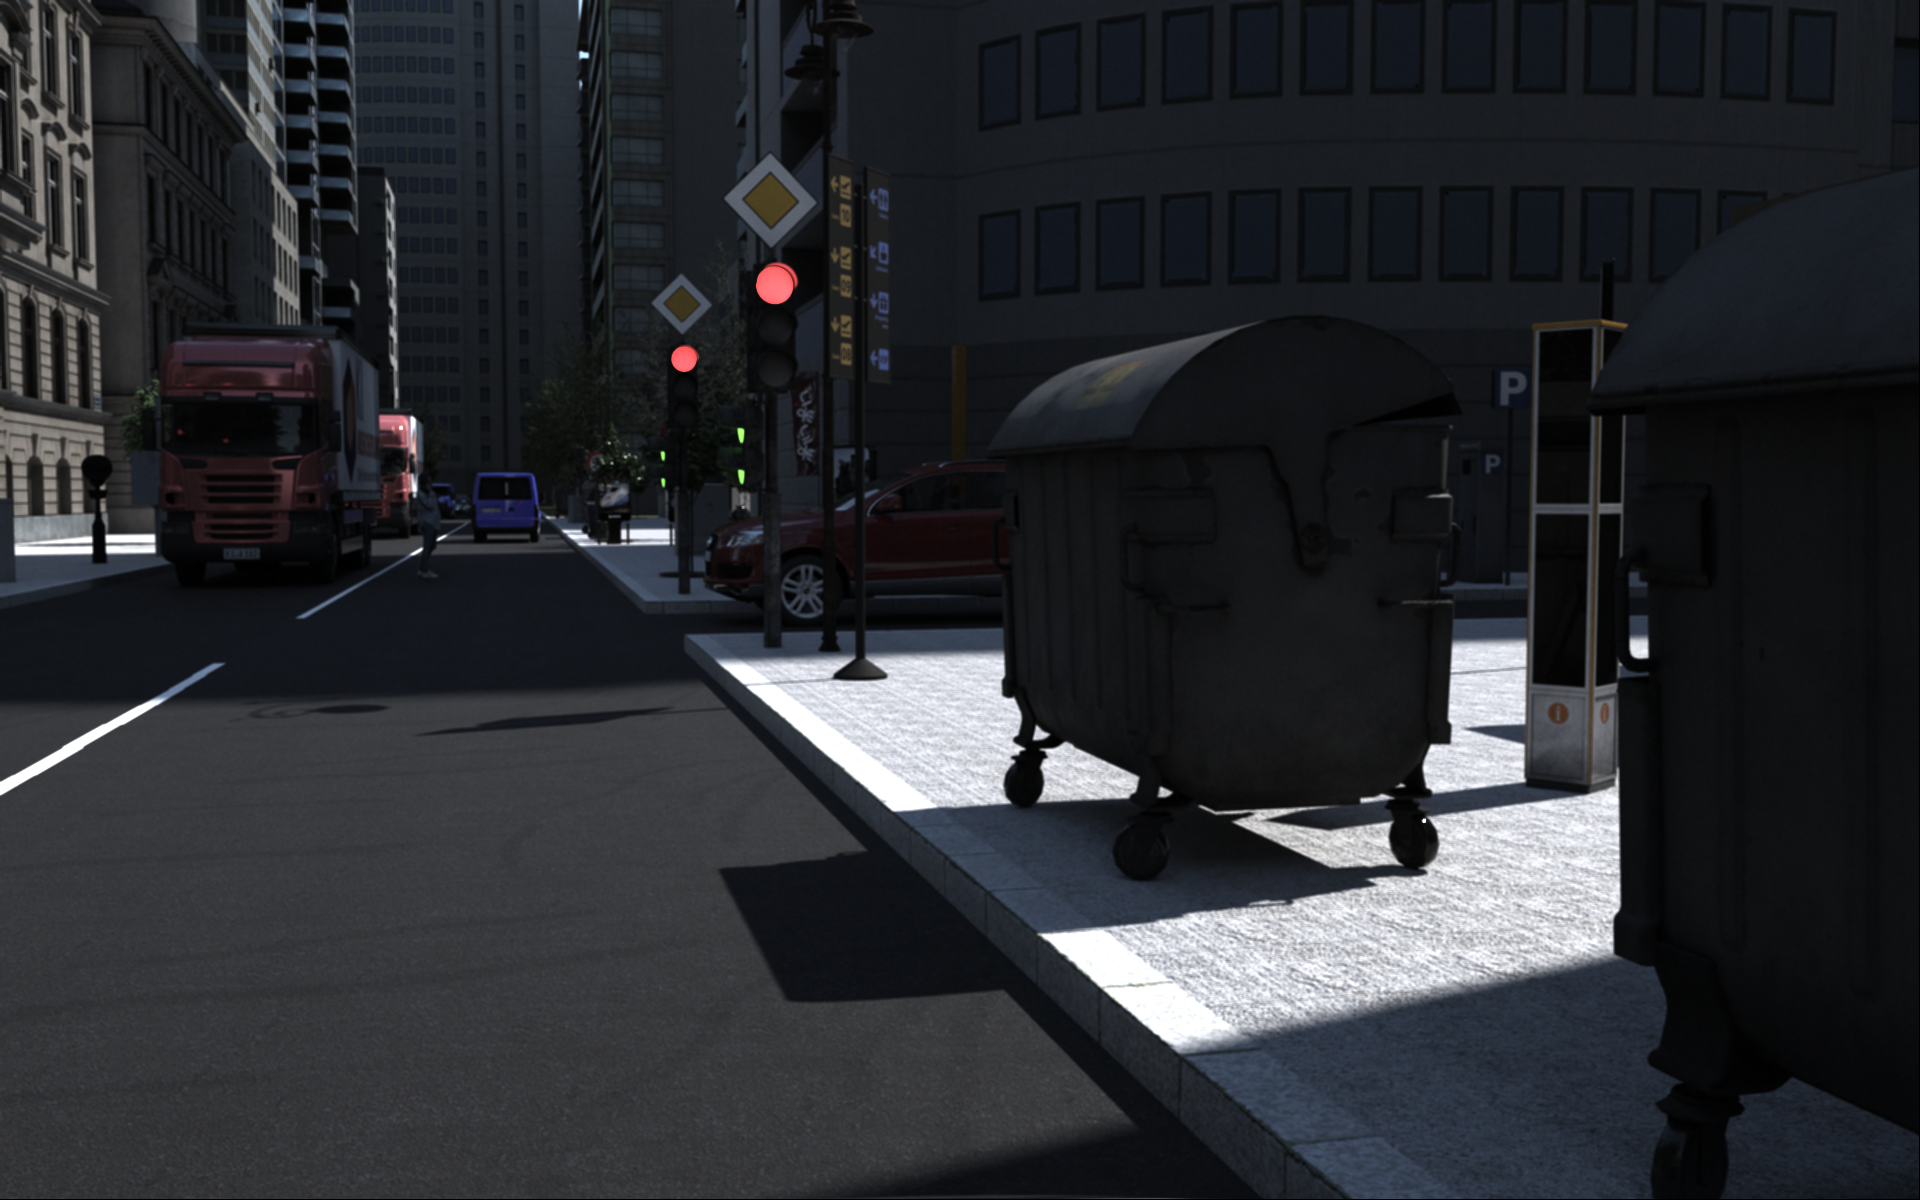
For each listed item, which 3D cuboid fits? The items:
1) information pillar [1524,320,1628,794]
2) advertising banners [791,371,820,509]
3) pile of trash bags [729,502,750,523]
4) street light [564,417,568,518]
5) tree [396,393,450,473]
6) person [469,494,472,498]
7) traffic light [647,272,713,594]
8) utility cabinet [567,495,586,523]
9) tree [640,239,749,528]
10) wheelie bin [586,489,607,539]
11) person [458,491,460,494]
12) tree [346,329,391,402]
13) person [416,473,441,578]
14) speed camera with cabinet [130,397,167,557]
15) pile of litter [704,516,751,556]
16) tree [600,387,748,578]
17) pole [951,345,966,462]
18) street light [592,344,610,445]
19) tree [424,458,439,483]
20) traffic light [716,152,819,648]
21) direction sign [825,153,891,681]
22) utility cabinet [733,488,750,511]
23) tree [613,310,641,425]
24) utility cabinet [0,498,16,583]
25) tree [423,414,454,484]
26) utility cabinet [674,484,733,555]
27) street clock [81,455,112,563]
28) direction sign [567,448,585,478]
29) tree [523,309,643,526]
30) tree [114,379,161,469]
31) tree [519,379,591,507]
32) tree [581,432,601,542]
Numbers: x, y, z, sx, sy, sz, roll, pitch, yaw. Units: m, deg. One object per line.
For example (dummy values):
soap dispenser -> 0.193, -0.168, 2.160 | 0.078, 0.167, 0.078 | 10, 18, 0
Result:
information pillar -> 2.679, -0.186, 7.539 | 0.304, 2.012, 0.304 | 3, 5, 42
advertising banners -> -1.569, -1.731, 24.489 | 2.074, 3.025, 0.090 | 2, 4, 30
pile of trash bags -> -7.274, -2.764, 54.943 | 1.912, 1.369, 3.447 | 2, 4, 33
street light -> -21.542, -7.449, 94.580 | 0.468, 5.910, 1.993 | -1, 4, -14
tree -> -39.925, -10.820, 127.268 | 4.737, 8.622, 4.395 | 0, 3, 0
person -> -35.013, -7.117, 125.002 | 1.348, 1.807, 0.705 | 0, 4, -2
traffic light -> -3.559, -2.031, 22.128 | 0.839, 4.253, 0.868 | -1, 4, -14
utility cabinet -> -16.869, -3.981, 76.243 | 0.306, 1.237, 1.020 | 1, 4, 19
tree -> -6.028, -6.061, 49.464 | 4.360, 8.622, 3.978 | 0, 3, 0
wheelie bin -> -10.205, -2.529, 49.262 | 0.693, 1.594, 0.980 | -3, 4, -36
person -> -43.701, -8.656, 150.958 | 0.756, 1.711, 0.436 | 1, 4, 19
tree -> -27.504, -7.731, 76.771 | 4.360, 8.622, 3.978 | 0, 3, 0
person -> -9.137, -1.278, 29.662 | 0.793, 1.790, 0.793 | -3, 4, -36
speed camera with cabinet -> -16.587, -2.557, 36.145 | 0.660, 3.252, 2.038 | 0, 4, -2
pile of litter -> -4.436, -1.216, 33.853 | 1.176, 0.858, 1.719 | 0, 4, 8
tree -> -4.309, -1.981, 26.985 | 1.663, 3.219, 1.824 | 0, 3, 0
pole -> -0.017, -1.834, 23.822 | 0.158, 3.312, 0.155 | 0, 3, 0
street light -> -11.043, -4.927, 53.337 | 0.468, 5.910, 1.993 | -1, 4, -14
tree -> -42.053, -9.202, 134.167 | 4.285, 4.588, 4.351 | 0, 3, 0
traffic light -> -1.587, -1.558, 14.390 | 0.839, 4.253, 0.868 | -1, 4, -14
direction sign -> -0.694, -1.222, 11.984 | 0.379, 3.537, 0.876 | 2, 4, 26
utility cabinet -> -7.960, -3.360, 63.619 | 0.318, 1.500, 1.173 | 1, 4, 21
tree -> -10.829, -6.957, 64.113 | 4.360, 8.622, 3.978 | 0, 3, 0
utility cabinet -> -14.070, -0.831, 24.754 | 0.306, 1.237, 1.020 | 2, 4, 25
tree -> -48.497, -12.723, 158.386 | 4.360, 8.622, 3.978 | 0, 3, 0
utility cabinet -> -5.387, -1.685, 36.230 | 1.173, 1.500, 0.318 | -3, 5, -41
street clock -> -15.959, -1.682, 32.069 | 0.358, 2.002, 0.471 | 3, 5, 41
direction sign -> -18.899, -5.711, 85.378 | 0.876, 3.537, 0.379 | 0, 4, 6
tree -> -14.880, -7.299, 69.708 | 4.737, 8.622, 4.395 | 0, 3, 0
tree -> -20.148, -3.748, 44.997 | 4.285, 4.588, 4.351 | 0, 3, 0
tree -> -39.641, -15.438, 170.540 | 7.486, 12.596, 7.792 | 0, 3, 0
tree -> -9.397, -3.167, 46.374 | 1.663, 3.219, 1.824 | 0, 3, 0
